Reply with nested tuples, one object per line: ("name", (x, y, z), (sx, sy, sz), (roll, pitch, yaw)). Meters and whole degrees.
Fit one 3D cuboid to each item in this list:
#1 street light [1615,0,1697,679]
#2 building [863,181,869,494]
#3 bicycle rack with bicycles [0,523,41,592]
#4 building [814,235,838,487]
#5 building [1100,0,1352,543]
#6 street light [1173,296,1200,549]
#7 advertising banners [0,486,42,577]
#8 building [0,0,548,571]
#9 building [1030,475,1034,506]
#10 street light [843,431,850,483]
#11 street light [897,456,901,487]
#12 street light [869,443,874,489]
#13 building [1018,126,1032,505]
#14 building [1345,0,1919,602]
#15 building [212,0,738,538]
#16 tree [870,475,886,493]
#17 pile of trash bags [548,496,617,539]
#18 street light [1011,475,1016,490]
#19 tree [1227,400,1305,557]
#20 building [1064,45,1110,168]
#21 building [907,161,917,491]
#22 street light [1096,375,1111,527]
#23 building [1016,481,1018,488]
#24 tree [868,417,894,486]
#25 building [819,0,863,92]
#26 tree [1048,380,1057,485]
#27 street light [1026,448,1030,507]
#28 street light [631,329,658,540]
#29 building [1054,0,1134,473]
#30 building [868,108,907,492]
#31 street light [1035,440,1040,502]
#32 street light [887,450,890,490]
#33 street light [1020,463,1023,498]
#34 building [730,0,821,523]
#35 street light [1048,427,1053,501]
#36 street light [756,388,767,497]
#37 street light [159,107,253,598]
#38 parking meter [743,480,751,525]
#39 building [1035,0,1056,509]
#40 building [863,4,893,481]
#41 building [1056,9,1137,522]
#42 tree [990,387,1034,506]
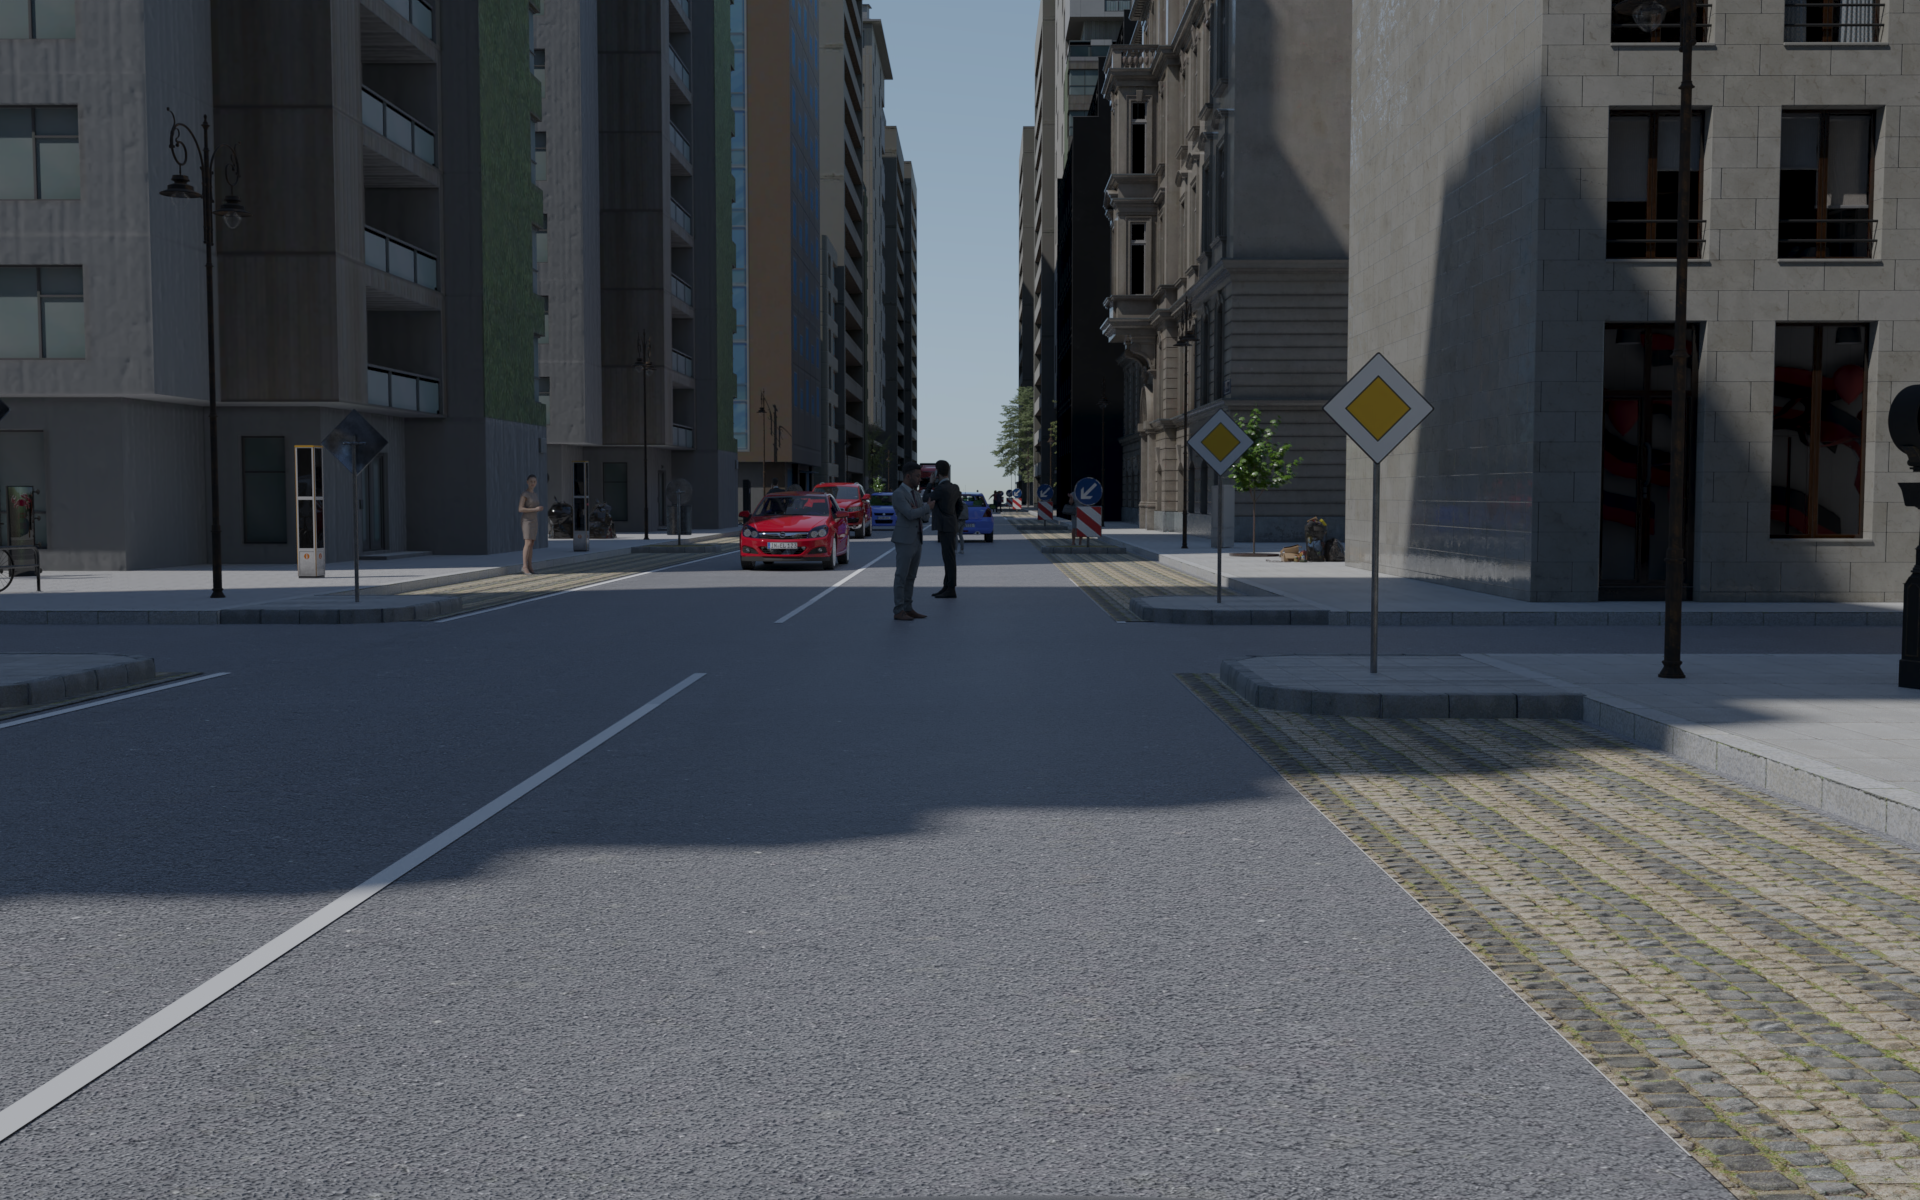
("street light", (4.979, -2.394, 11.936), (0.468, 5.910, 1.993), (0, 4, 1))
("building", (-15.588, -23.346, 153.414), (14.160, 30.474, 14.107), (0, 4, 1))
("bicycle rack with bicycles", (-13.296, -0.523, 21.933), (2.852, 0.926, 2.925), (1, 4, 9))
("building", (-22.763, -16.225, 110.322), (27.650, 21.520, 28.899), (0, 4, 1))
("building", (12.394, -14.848, 61.849), (14.460, 24.649, 34.723), (0, 4, 1))
("street light", (5.291, -4.149, 40.618), (0.468, 5.910, 1.993), (0, 4, 1))
("advertising banners", (-14.863, -1.833, 26.152), (0.090, 3.025, 2.074), (2, 4, 25))
("building", (-16.972, -21.404, 33.543), (14.154, 41.232, 14.086), (0, 4, 1))
("building", (18.306, -46.343, 195.955), (20.563, 71.187, 20.611), (0, 4, 1))
("street light", (-8.091, -9.268, 124.323), (0.468, 5.910, 1.993), (0, 4, 1))
("street light", (-7.273, -14.380, 207.896), (0.468, 5.910, 1.993), (0, 4, 1))
("street light", (-7.718, -10.983, 152.357), (0.468, 5.910, 1.993), (0, 4, 1))
("building", (18.260, -36.332, 217.728), (21.300, 48.544, 21.600), (0, 4, 1))
("building", (15.219, -10.412, 24.986), (16.860, 20.320, 10.420), (0, 4, 1))
("building", (-15.809, -23.025, 60.060), (14.154, 41.232, 14.086), (0, 4, 1))
("tree", (-8.102, -10.875, 172.406), (1.663, 3.219, 1.824), (0, 3, 0))
("pile of trash bags", (-11.611, -2.475, 50.222), (3.447, 1.369, 1.912), (0, 4, 7))
("street light", (7.572, -17.247, 254.768), (0.468, 5.910, 1.993), (0, 4, 1))
("tree", (5.972, -2.506, 35.580), (1.663, 3.219, 1.824), (0, 3, 0))
("building", (13.834, -21.018, 115.351), (14.160, 30.474, 14.107), (0, 4, 1))
("building", (-16.940, -37.664, 239.506), (21.300, 48.544, 21.600), (0, 4, 1))
("street light", (5.596, -5.807, 67.725), (0.468, 5.910, 1.993), (0, 4, 1))
("building", (24.004, -33.611, 241.415), (32.217, 40.220, 23.993), (0, 4, 1))
("tree", (-8.623, -13.205, 166.263), (4.737, 8.622, 4.395), (0, 3, 0))
("building", (-18.862, -31.251, 134.660), (21.300, 48.544, 21.600), (0, 4, 1))
("tree", (7.126, -9.435, 104.625), (4.737, 8.622, 4.395), (0, 3, 0))
("street light", (6.743, -12.149, 171.428), (0.468, 5.910, 1.993), (0, 4, 1))
("street light", (-8.833, -4.638, 48.612), (0.468, 5.910, 1.993), (0, 4, 1))
("building", (21.380, -33.402, 135.354), (28.713, 52.752, 27.495), (0, 4, 1))
("building", (-18.087, -36.334, 217.768), (21.300, 48.544, 21.600), (0, 4, 1))
("street light", (6.497, -10.486, 144.227), (0.468, 5.910, 1.993), (0, 4, 1))
("street light", (-7.422, -12.695, 180.356), (0.468, 5.910, 1.993), (0, 4, 1))
("street light", (7.057, -13.889, 199.873), (0.468, 5.910, 1.993), (0, 4, 1))
("building", (-14.209, -26.417, 82.021), (14.600, 45.320, 14.200), (0, 4, 1))
("street light", (6.126, -8.814, 116.900), (0.468, 5.910, 1.993), (0, 4, 1))
("street light", (-8.577, -6.302, 75.825), (0.468, 5.910, 1.993), (0, 4, 1))
("street light", (-9.185, -2.964, 21.257), (0.468, 5.910, 1.993), (0, 4, 1))
("parking meter", (-8.607, -3.929, 69.942), (0.255, 1.863, 0.399), (0, 4, 8))
("building", (17.845, -32.803, 160.023), (21.300, 48.544, 21.600), (0, 4, 1))
("building", (-22.300, -36.907, 192.666), (28.713, 52.752, 27.495), (0, 4, 1))
("building", (11.415, -15.774, 87.575), (12.332, 23.373, 15.834), (0, 4, 1))
("tree", (7.025, -16.203, 183.051), (7.486, 12.596, 7.792), (0, 3, 0))
